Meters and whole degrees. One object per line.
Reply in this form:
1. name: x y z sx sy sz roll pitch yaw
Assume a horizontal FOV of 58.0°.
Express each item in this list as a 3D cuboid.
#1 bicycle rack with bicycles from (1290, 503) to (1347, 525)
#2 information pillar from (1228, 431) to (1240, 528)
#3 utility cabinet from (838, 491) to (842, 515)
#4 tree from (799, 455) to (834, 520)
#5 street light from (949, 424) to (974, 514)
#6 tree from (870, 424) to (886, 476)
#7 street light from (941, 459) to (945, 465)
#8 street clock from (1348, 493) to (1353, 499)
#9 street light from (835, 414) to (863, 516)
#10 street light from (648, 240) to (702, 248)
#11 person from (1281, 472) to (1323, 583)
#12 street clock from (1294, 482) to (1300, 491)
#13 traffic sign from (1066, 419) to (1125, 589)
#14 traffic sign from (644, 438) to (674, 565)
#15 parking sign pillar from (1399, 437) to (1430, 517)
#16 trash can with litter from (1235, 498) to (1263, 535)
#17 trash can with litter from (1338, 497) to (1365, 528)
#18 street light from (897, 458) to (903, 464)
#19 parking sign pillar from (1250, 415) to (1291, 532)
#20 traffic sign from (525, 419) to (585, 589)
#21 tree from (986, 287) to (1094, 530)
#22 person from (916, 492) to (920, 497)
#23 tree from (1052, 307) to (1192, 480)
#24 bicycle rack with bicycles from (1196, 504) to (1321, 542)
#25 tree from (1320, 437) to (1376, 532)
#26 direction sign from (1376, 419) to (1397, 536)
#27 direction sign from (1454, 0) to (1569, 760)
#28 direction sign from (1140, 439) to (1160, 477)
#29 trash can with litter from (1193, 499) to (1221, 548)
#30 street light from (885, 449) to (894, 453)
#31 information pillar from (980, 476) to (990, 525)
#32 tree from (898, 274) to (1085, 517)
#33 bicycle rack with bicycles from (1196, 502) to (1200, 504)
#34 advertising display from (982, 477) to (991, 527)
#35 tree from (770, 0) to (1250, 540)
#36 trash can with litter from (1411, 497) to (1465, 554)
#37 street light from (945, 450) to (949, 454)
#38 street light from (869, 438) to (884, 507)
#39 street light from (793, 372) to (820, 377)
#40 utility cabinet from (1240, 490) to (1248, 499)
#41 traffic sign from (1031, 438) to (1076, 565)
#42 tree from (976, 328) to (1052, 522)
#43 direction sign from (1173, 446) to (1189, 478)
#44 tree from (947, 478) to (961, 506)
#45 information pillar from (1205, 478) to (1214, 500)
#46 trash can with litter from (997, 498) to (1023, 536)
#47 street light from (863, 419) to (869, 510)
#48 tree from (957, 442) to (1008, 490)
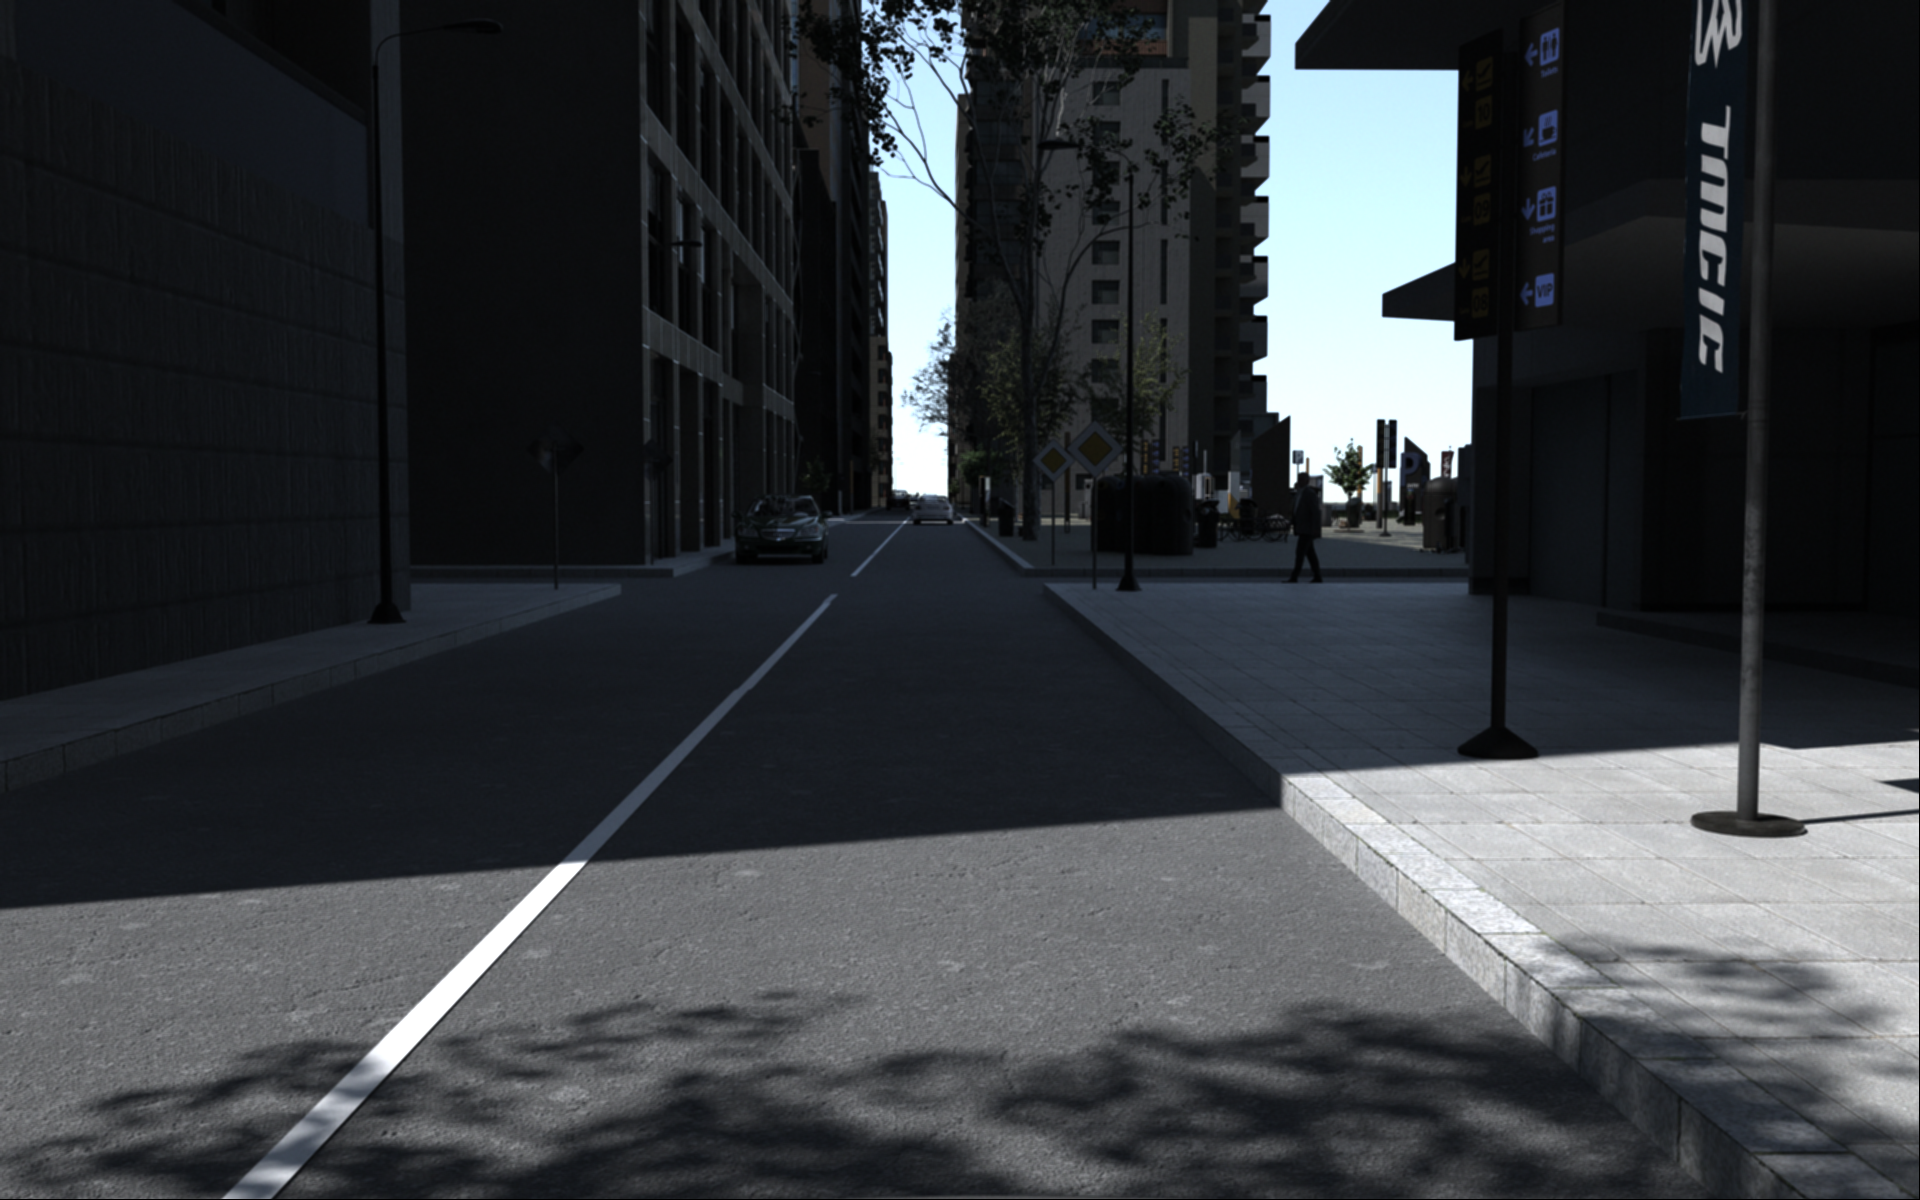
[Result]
1. bicycle rack with bicycles: 14.901 -3.578 71.879 2.852 0.926 2.925 -1 4 -14
2. information pillar: 10.128 -4.435 63.872 0.504 3.616 0.183 -2 4 -31
3. utility cabinet: -7.490 -5.880 104.819 0.318 1.500 1.173 -2 4 -26
4. tree: -6.935 -5.523 84.907 1.663 3.219 1.824 0 3 0
5. street light: 0.200 -8.644 113.867 1.470 5.913 1.316 0 4 -1
6. tree: -9.677 -14.189 182.344 4.737 8.622 4.395 0 3 0
7. street light: -0.981 -12.856 182.735 1.470 5.913 1.316 0 4 -1
8. street clock: 22.975 -5.958 101.982 0.358 2.002 0.471 3 5 42
9. street light: -6.572 -7.828 100.526 1.470 5.913 1.316 0 4 -1
10. street light: -5.406 -3.624 31.789 1.470 5.913 1.316 0 4 -1
11. person: 5.320 -1.110 27.042 0.834 1.777 0.661 -1 4 -22
12. street clock: 20.758 -6.237 106.548 0.358 2.002 0.471 3 5 43
13. traffic sign: 1.815 -1.205 23.338 0.795 2.450 0.064 0 4 -1
14. traffic sign: -5.557 -1.687 31.226 0.795 2.450 0.064 0 4 -1
15. parking sign pillar: 21.107 -5.636 80.614 1.447 3.967 1.447 -2 4 -34
16. trash can with litter: 9.117 -2.624 54.289 0.624 1.170 1.055 3 4 39
17. trash can with litter: 14.690 -3.282 65.044 0.624 1.170 1.055 3 5 45
18. street light: -8.493 -15.469 225.458 1.470 5.913 1.316 0 4 -1
19. parking sign pillar: 10.579 -4.320 59.102 1.447 3.967 1.447 0 4 3
20. traffic sign: -5.428 -1.199 23.242 0.795 2.450 0.064 0 4 -1
21. tree: 2.836 -6.847 62.315 4.360 8.622 3.978 0 3 0
22. person: -6.500 -15.634 264.133 1.348 1.822 0.705 -2 4 -35
23. tree: 6.846 -7.176 67.692 4.737 8.622 4.395 0 3 0
24. bicycle rack with bicycles: 8.127 -2.071 47.243 2.925 0.926 2.852 2 4 26
25. tree: 13.284 -3.911 58.544 1.663 3.219 1.824 0 3 0
26. direction sign: 12.935 -3.705 52.567 0.876 3.537 0.379 -2 4 -35
27. direction sign: 2.651 -1.005 8.436 0.379 3.537 0.876 -1 4 -16
28. direction sign: 7.891 -4.892 71.984 0.876 3.537 0.379 2 4 35
29. trash can with litter: 5.777 -1.851 41.651 0.624 1.170 1.055 -2 4 -30
30. street light: -7.746 -12.536 177.496 1.470 5.913 1.316 0 4 -1
31. information pillar: 1.017 -4.081 71.224 0.304 2.012 0.304 -3 5 -40
32. tree: 1.710 -11.368 96.231 12.009 13.543 11.850 0 3 0
33. bicycle rack with bicycles: 13.288 -5.087 96.546 2.925 0.926 2.852 0 4 -7
34. advertising display: 1.023 -3.775 66.932 0.123 1.923 0.974 1 4 13
35. tree: 1.186 -11.645 46.291 12.611 20.169 13.585 0 3 0
36. trash can with litter: 10.605 -1.653 38.083 1.678 1.210 2.233 2 4 26
37. street light: -0.292 -10.742 148.174 1.470 5.913 1.316 0 4 -1
38. street light: -7.233 -10.417 142.854 1.470 5.913 1.316 0 4 -1
39. street light: -6.028 -5.730 66.219 1.470 5.913 1.316 0 4 -1
40. utility cabinet: 15.729 -5.478 98.237 1.173 1.500 0.318 -1 4 -11
41. traffic sign: 1.687 -1.693 31.322 0.795 2.450 0.064 0 4 -1
42. tree: 2.774 -7.808 78.026 4.737 8.622 4.395 0 3 0
43. direction sign: 10.462 -5.512 82.120 0.876 3.537 0.379 3 4 37
44. tree: -0.358 -11.970 190.317 1.663 3.219 1.824 0 3 0
45. information pillar: 11.124 -4.446 77.180 0.304 2.012 0.304 -3 5 -39
46. trash can with litter: 1.650 -2.521 52.611 1.055 1.170 0.624 1 4 8
47. street light: -6.559 -8.260 107.594 1.470 5.913 1.316 0 4 -1
48. tree: 1.466 -7.713 109.824 4.285 4.588 4.351 0 3 0
